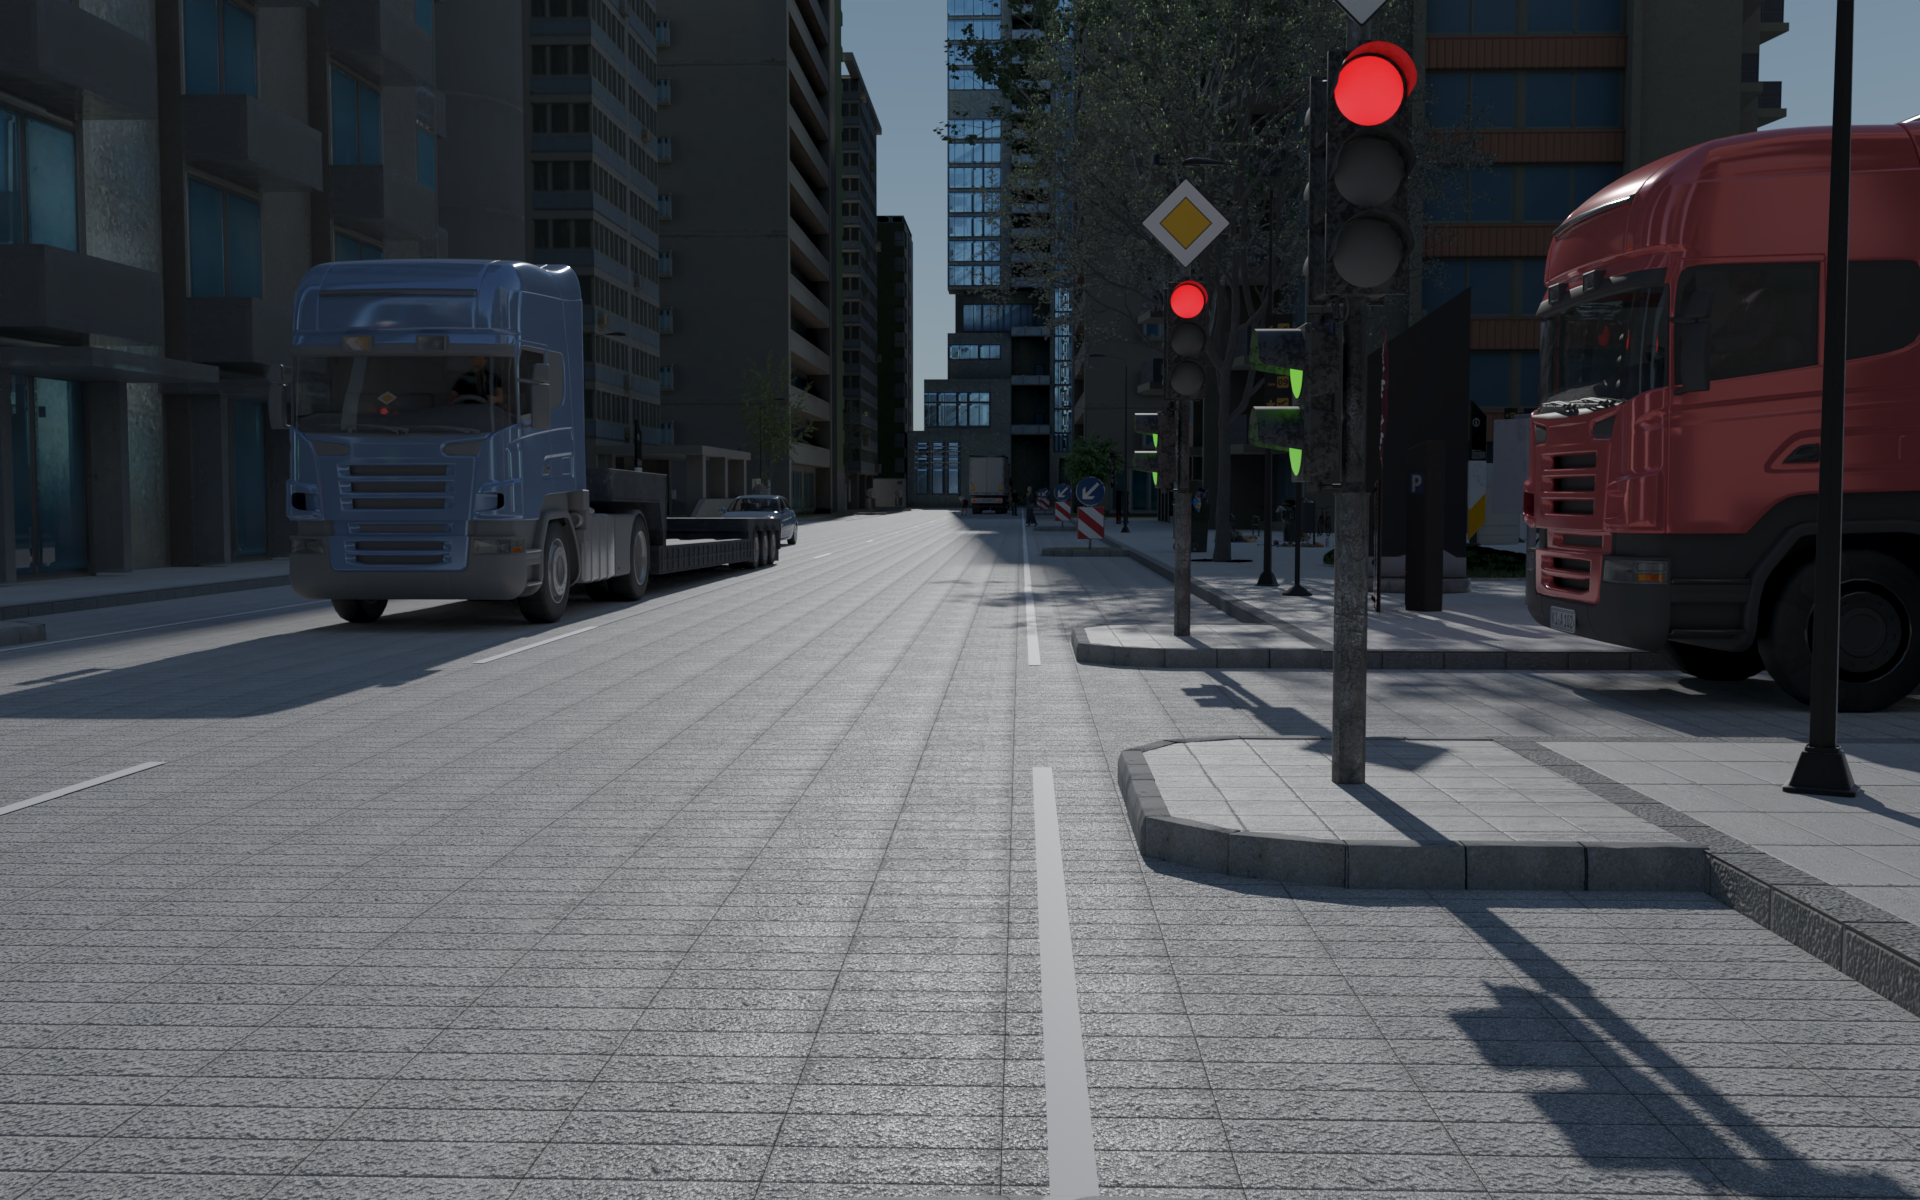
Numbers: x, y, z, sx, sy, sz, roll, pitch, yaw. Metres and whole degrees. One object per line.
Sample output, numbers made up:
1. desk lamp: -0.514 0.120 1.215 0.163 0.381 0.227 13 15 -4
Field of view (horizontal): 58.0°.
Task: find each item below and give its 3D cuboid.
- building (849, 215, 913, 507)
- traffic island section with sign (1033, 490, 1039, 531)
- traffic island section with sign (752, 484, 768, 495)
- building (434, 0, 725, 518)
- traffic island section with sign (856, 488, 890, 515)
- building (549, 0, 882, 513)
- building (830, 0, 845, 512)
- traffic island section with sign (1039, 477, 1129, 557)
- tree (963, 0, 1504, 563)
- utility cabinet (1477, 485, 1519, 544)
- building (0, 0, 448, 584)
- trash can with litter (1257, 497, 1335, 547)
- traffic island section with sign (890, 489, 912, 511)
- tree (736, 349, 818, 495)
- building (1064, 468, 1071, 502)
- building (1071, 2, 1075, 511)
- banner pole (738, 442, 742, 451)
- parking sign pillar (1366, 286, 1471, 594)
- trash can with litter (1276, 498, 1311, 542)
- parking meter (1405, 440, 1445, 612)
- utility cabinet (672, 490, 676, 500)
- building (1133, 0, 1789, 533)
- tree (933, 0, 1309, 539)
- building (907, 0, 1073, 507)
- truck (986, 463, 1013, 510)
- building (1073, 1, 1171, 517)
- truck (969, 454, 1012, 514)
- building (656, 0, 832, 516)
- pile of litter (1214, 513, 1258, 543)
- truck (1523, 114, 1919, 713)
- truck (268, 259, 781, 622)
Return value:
1. building: -12.170 -25.075 181.671 14.107 30.474 14.160 0 4 2
2. traffic island section with sign: 3.871 -3.595 67.402 1.989 1.847 2.006 0 4 2
3. traffic island section with sign: -7.842 -3.623 67.867 1.989 1.847 2.006 0 4 2
4. building: -25.031 -22.902 66.329 32.217 40.220 23.993 0 4 2
5. traffic island section with sign: -6.049 -6.720 118.499 1.989 1.847 2.006 0 4 2
6. building: -19.332 -28.142 152.002 23.993 40.220 32.217 0 4 2
7. building: -15.786 -26.714 120.371 14.154 41.232 14.086 0 4 2
8. traffic island section with sign: 2.912 -1.947 40.463 1.989 1.847 2.006 0 4 2
9. tree: 5.081 -7.468 32.465 12.009 13.543 11.850 0 3 0
10. utility cabinet: 13.579 -2.155 43.908 1.173 1.500 0.318 -1 4 -16
11. building: -23.360 -25.151 30.820 23.786 49.044 30.456 0 4 2
12. trash can with litter: 8.272 -1.917 42.405 1.678 1.210 2.233 -2 4 -35
13. traffic island section with sign: -5.089 -8.368 145.437 1.989 1.847 2.006 0 4 2
14. tree: -9.657 -8.477 88.955 4.737 8.622 4.395 0 3 0
15. building: 19.950 -43.820 154.710 20.563 71.187 20.611 0 4 2
16. building: 19.000 -36.009 130.749 21.231 58.520 28.212 0 4 2
17. banner pole: -10.590 -5.701 83.224 0.401 3.779 0.863 0 4 5
18. parking sign pillar: 6.022 -2.102 22.838 1.447 3.967 1.447 1 4 14
19. trash can with litter: 9.002 -2.157 46.647 0.624 1.170 1.055 3 4 37
20. parking meter: 5.094 -0.813 19.003 0.255 1.863 0.399 -2 4 -24
21. utility cabinet: -13.893 -4.594 83.791 0.318 1.500 1.173 0 4 -6
22. building: 18.642 -25.335 68.854 22.147 44.769 28.867 0 4 2
23. tree: 5.477 -11.759 48.154 12.611 20.169 13.585 0 3 0
24. building: 10.541 -53.293 184.019 31.000 86.520 22.319 0 4 2
25. truck: 3.302 -10.379 158.615 2.839 4.237 11.283 0 4 3
26. building: 17.991 -29.498 105.993 21.300 48.544 21.600 0 4 2
27. truck: 2.244 -8.511 128.067 2.839 4.237 11.283 0 4 4
28. building: -19.386 -29.253 101.981 21.300 48.544 21.600 0 4 2
29. pile of litter: 7.409 -1.990 46.500 1.176 0.858 1.719 1 4 11
30. truck: 9.283 -1.429 12.275 11.283 4.237 2.839 0 4 1
31. truck: -5.334 -2.232 26.255 2.967 4.110 18.799 0 4 3
